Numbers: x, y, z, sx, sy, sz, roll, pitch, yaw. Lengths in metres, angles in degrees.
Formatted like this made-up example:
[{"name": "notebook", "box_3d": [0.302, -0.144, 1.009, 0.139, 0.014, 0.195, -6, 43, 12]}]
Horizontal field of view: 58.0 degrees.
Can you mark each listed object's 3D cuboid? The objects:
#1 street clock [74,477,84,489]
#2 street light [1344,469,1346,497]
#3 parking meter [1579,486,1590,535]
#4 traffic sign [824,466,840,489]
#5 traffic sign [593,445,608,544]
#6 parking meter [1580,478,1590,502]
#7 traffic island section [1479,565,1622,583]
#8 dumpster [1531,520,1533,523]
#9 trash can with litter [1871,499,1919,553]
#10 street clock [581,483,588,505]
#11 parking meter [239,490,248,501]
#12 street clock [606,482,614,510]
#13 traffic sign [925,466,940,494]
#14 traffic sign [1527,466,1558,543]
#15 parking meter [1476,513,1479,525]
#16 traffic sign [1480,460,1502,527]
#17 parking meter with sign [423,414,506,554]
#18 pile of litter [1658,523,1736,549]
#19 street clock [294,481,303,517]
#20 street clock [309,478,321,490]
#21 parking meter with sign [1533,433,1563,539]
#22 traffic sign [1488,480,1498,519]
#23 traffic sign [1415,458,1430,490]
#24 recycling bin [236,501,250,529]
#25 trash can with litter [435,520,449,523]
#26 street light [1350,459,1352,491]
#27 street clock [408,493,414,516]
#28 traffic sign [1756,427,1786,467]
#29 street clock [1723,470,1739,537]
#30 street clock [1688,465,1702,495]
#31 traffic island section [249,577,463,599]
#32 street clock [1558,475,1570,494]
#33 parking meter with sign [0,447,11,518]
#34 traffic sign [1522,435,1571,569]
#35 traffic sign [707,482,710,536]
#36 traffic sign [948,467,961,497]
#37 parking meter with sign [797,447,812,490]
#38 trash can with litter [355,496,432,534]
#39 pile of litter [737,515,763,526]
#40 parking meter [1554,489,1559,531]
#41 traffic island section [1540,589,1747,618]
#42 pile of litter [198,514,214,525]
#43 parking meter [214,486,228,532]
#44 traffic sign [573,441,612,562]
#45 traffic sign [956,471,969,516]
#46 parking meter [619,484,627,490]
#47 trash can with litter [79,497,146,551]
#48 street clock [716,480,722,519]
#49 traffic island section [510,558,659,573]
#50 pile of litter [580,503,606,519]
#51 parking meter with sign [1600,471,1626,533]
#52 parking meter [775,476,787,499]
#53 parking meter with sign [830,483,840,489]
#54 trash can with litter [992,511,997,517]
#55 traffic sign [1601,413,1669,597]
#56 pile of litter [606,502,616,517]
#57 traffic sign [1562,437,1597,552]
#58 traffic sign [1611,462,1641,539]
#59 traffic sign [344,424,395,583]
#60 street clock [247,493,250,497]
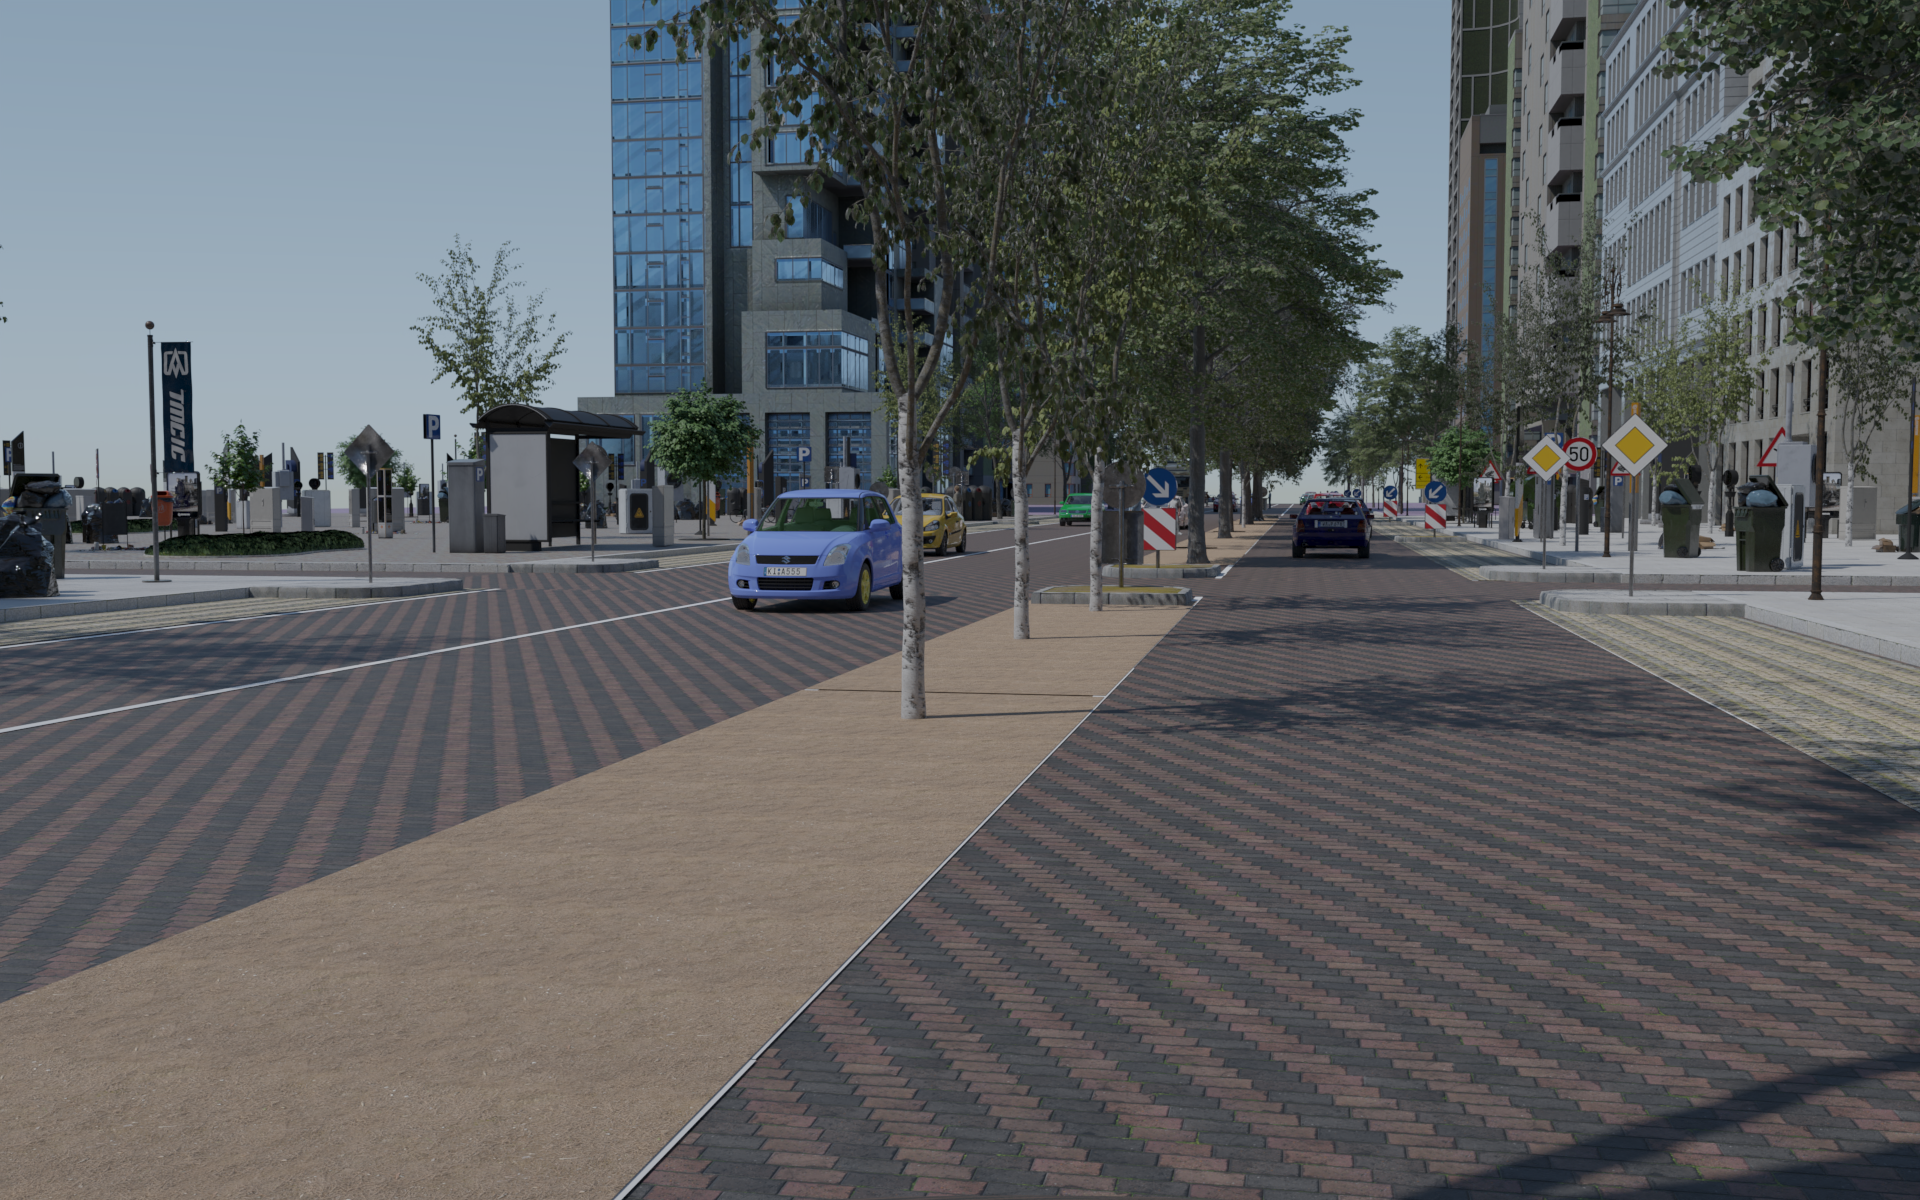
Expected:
[{"name": "street clock", "box_3d": [-36.662, -4.131, 72.115, 0.471, 2.002, 0.358, 3, 4, 36]}, {"name": "street light", "box_3d": [57.521, -17.509, 259.062, 0.468, 5.910, 1.993, 1, 4, 11]}, {"name": "parking meter", "box_3d": [19.582, -2.815, 54.435, 0.372, 1.533, 0.369, 0, 3, 0]}, {"name": "traffic sign", "box_3d": [-4.737, -3.791, 64.118, 0.606, 2.300, 0.079, 1, 4, 14]}, {"name": "traffic sign", "box_3d": [-9.373, -2.709, 44.401, 0.768, 2.556, 0.104, 1, 4, 15]}, {"name": "parking meter", "box_3d": [22.381, -3.451, 62.128, 0.399, 1.863, 0.255, 1, 4, 11]}, {"name": "traffic island section", "box_3d": [9.973, -0.443, 29.522, 2.009, 0.180, 2.903, 1, 4, 11]}, {"name": "dumpster", "box_3d": [24.566, -4.263, 75.459, 1.264, 1.857, 1.865, 1, 4, 11]}, {"name": "trash can with litter", "box_3d": [20.654, -1.628, 37.997, 1.055, 1.170, 0.624, 0, 4, -1]}, {"name": "street clock", "box_3d": [-18.534, -4.948, 85.470, 0.471, 2.002, 0.358, -2, 4, -33]}, {"name": "parking meter", "box_3d": [-38.069, -5.281, 92.062, 0.255, 1.863, 0.399, 2, 4, 25]}, {"name": "street clock", "box_3d": [-21.730, -6.298, 107.537, 0.471, 2.002, 0.358, -2, 4, -34]}, {"name": "traffic sign", "box_3d": [-1.166, -4.666, 76.388, 0.768, 2.556, 0.104, 1, 4, 14]}, {"name": "traffic sign", "box_3d": [15.396, -2.801, 45.806, 0.884, 2.594, 0.081, 1, 4, 12]}, {"name": "parking meter", "box_3d": [21.453, -4.003, 71.159, 0.399, 1.863, 0.255, -1, 4, -20]}, {"name": "traffic sign", "box_3d": [20.315, -4.062, 66.411, 0.884, 2.594, 0.081, 1, 4, 20]}, {"name": "parking meter with sign", "box_3d": [-10.733, -2.532, 37.651, 1.738, 3.016, 0.543, 1, 4, 16]}, {"name": "pile of litter", "box_3d": [17.061, -1.617, 40.401, 1.719, 0.858, 1.176, 0, 4, -2]}, {"name": "street clock", "box_3d": [-36.874, -5.625, 96.540, 0.471, 2.002, 0.358, -2, 4, -27]}, {"name": "street clock", "box_3d": [-29.090, -4.498, 78.113, 0.471, 2.002, 0.358, 0, 4, 3]}, {"name": "parking meter with sign", "box_3d": [16.942, -3.293, 50.101, 0.543, 3.016, 1.738, 0, 4, 7]}, {"name": "traffic sign", "box_3d": [25.554, -5.119, 83.702, 0.884, 2.594, 0.081, 1, 4, 20]}, {"name": "traffic sign", "box_3d": [26.638, -6.302, 96.905, 2.265, 3.308, 0.079, 1, 4, 14]}, {"name": "recycling bin", "box_3d": [-26.156, -3.136, 63.828, 0.722, 1.027, 0.722, 3, 4, 36]}, {"name": "trash can with litter", "box_3d": [-23.148, -3.978, 76.098, 2.233, 1.210, 1.678, -2, 4, -28]}, {"name": "street light", "box_3d": [50.891, -15.441, 225.239, 0.468, 5.910, 1.993, 1, 4, 11]}, {"name": "street clock", "box_3d": [-30.992, -5.700, 97.770, 0.358, 2.002, 0.471, 1, 4, 9]}, {"name": "traffic sign", "box_3d": [15.887, -2.052, 33.559, 0.884, 2.594, 0.081, 1, 4, 14]}, {"name": "street clock", "box_3d": [23.081, -2.895, 51.907, 0.358, 2.002, 0.471, -1, 4, -10]}, {"name": "street clock", "box_3d": [18.330, -2.365, 43.245, 0.358, 2.002, 0.471, 1, 4, 11]}, {"name": "traffic island section", "box_3d": [-8.541, -0.169, 25.044, 2.009, 0.180, 2.903, 1, 4, 11]}, {"name": "street clock", "box_3d": [23.247, -3.802, 66.730, 0.471, 2.002, 0.358, -3, 5, -42]}, {"name": "parking meter with sign", "box_3d": [-36.279, -4.186, 64.708, 1.738, 3.016, 0.543, 0, 4, 5]}, {"name": "traffic sign", "box_3d": [9.948, -1.578, 29.449, 0.795, 2.450, 0.064, 1, 4, 11]}, {"name": "traffic sign", "box_3d": [-7.649, -3.210, 52.586, 0.768, 2.556, 0.104, 1, 4, 16]}, {"name": "traffic sign", "box_3d": [-0.271, -4.910, 80.380, 0.768, 2.556, 0.104, 1, 4, 19]}, {"name": "parking meter with sign", "box_3d": [-5.724, -4.179, 64.590, 0.543, 3.016, 1.738, 0, 4, 1]}, {"name": "trash can with litter", "box_3d": [-18.478, -2.732, 55.732, 2.233, 1.210, 1.678, 2, 4, 26]}, {"name": "pile of litter", "box_3d": [-8.429, -3.395, 69.474, 1.176, 0.858, 1.719, 1, 4, 18]}, {"name": "parking meter", "box_3d": [20.731, -3.191, 60.583, 0.372, 1.533, 0.369, 0, 3, 0]}, {"name": "traffic island section", "box_3d": [8.420, 0.036, 21.689, 2.009, 0.180, 2.903, 1, 4, 11]}, {"name": "pile of litter", "box_3d": [-32.150, -3.583, 72.546, 1.719, 0.858, 1.176, 0, 4, -1]}, {"name": "parking meter", "box_3d": [-25.148, -3.257, 58.964, 0.399, 1.863, 0.255, 0, 4, -3]}, {"name": "traffic sign", "box_3d": [-6.964, -1.784, 32.811, 0.795, 2.450, 0.064, 1, 4, 11]}, {"name": "traffic sign", "box_3d": [0.093, -4.615, 77.586, 0.606, 2.300, 0.079, 1, 4, 19]}, {"name": "parking meter", "box_3d": [-18.951, -5.614, 97.497, 0.399, 1.863, 0.255, 1, 4, 21]}, {"name": "trash can with litter", "box_3d": [-18.979, -1.757, 39.778, 2.233, 1.210, 1.678, -2, 4, -25]}, {"name": "street clock", "box_3d": [-14.049, -5.773, 98.962, 0.358, 2.002, 0.471, 3, 4, 37]}, {"name": "traffic island section", "box_3d": [-6.988, -0.648, 32.877, 2.009, 0.180, 2.903, 1, 4, 11]}, {"name": "pile of litter", "box_3d": [-17.951, -4.259, 83.605, 1.176, 0.858, 1.719, -1, 4, -21]}, {"name": "parking meter with sign", "box_3d": [21.701, -3.739, 57.387, 0.543, 3.016, 1.738, 0, 4, 0]}, {"name": "parking meter", "box_3d": [-5.938, -3.170, 57.546, 0.255, 1.863, 0.399, 2, 4, 26]}, {"name": "parking meter with sign", "box_3d": [-6.306, -5.676, 89.056, 0.543, 3.016, 1.738, -3, 5, -43]}, {"name": "trash can with litter", "box_3d": [1.585, -5.166, 95.859, 1.055, 1.170, 0.624, -1, 4, -21]}, {"name": "traffic sign", "box_3d": [8.395, -1.099, 21.616, 0.795, 2.450, 0.064, 1, 4, 11]}, {"name": "pile of litter", "box_3d": [-19.700, -5.209, 99.138, 1.719, 0.858, 1.176, 0, 4, -4]}, {"name": "traffic sign", "box_3d": [13.787, -2.357, 38.635, 0.768, 2.556, 0.104, 1, 4, 18]}, {"name": "traffic sign", "box_3d": [19.136, -3.054, 49.931, 0.884, 2.594, 0.081, 1, 4, 13]}, {"name": "traffic sign", "box_3d": [-8.517, -1.305, 24.978, 0.795, 2.450, 0.064, 1, 4, 11]}, {"name": "street clock", "box_3d": [-48.197, -6.926, 117.806, 0.471, 2.002, 0.358, 2, 4, 28]}]
